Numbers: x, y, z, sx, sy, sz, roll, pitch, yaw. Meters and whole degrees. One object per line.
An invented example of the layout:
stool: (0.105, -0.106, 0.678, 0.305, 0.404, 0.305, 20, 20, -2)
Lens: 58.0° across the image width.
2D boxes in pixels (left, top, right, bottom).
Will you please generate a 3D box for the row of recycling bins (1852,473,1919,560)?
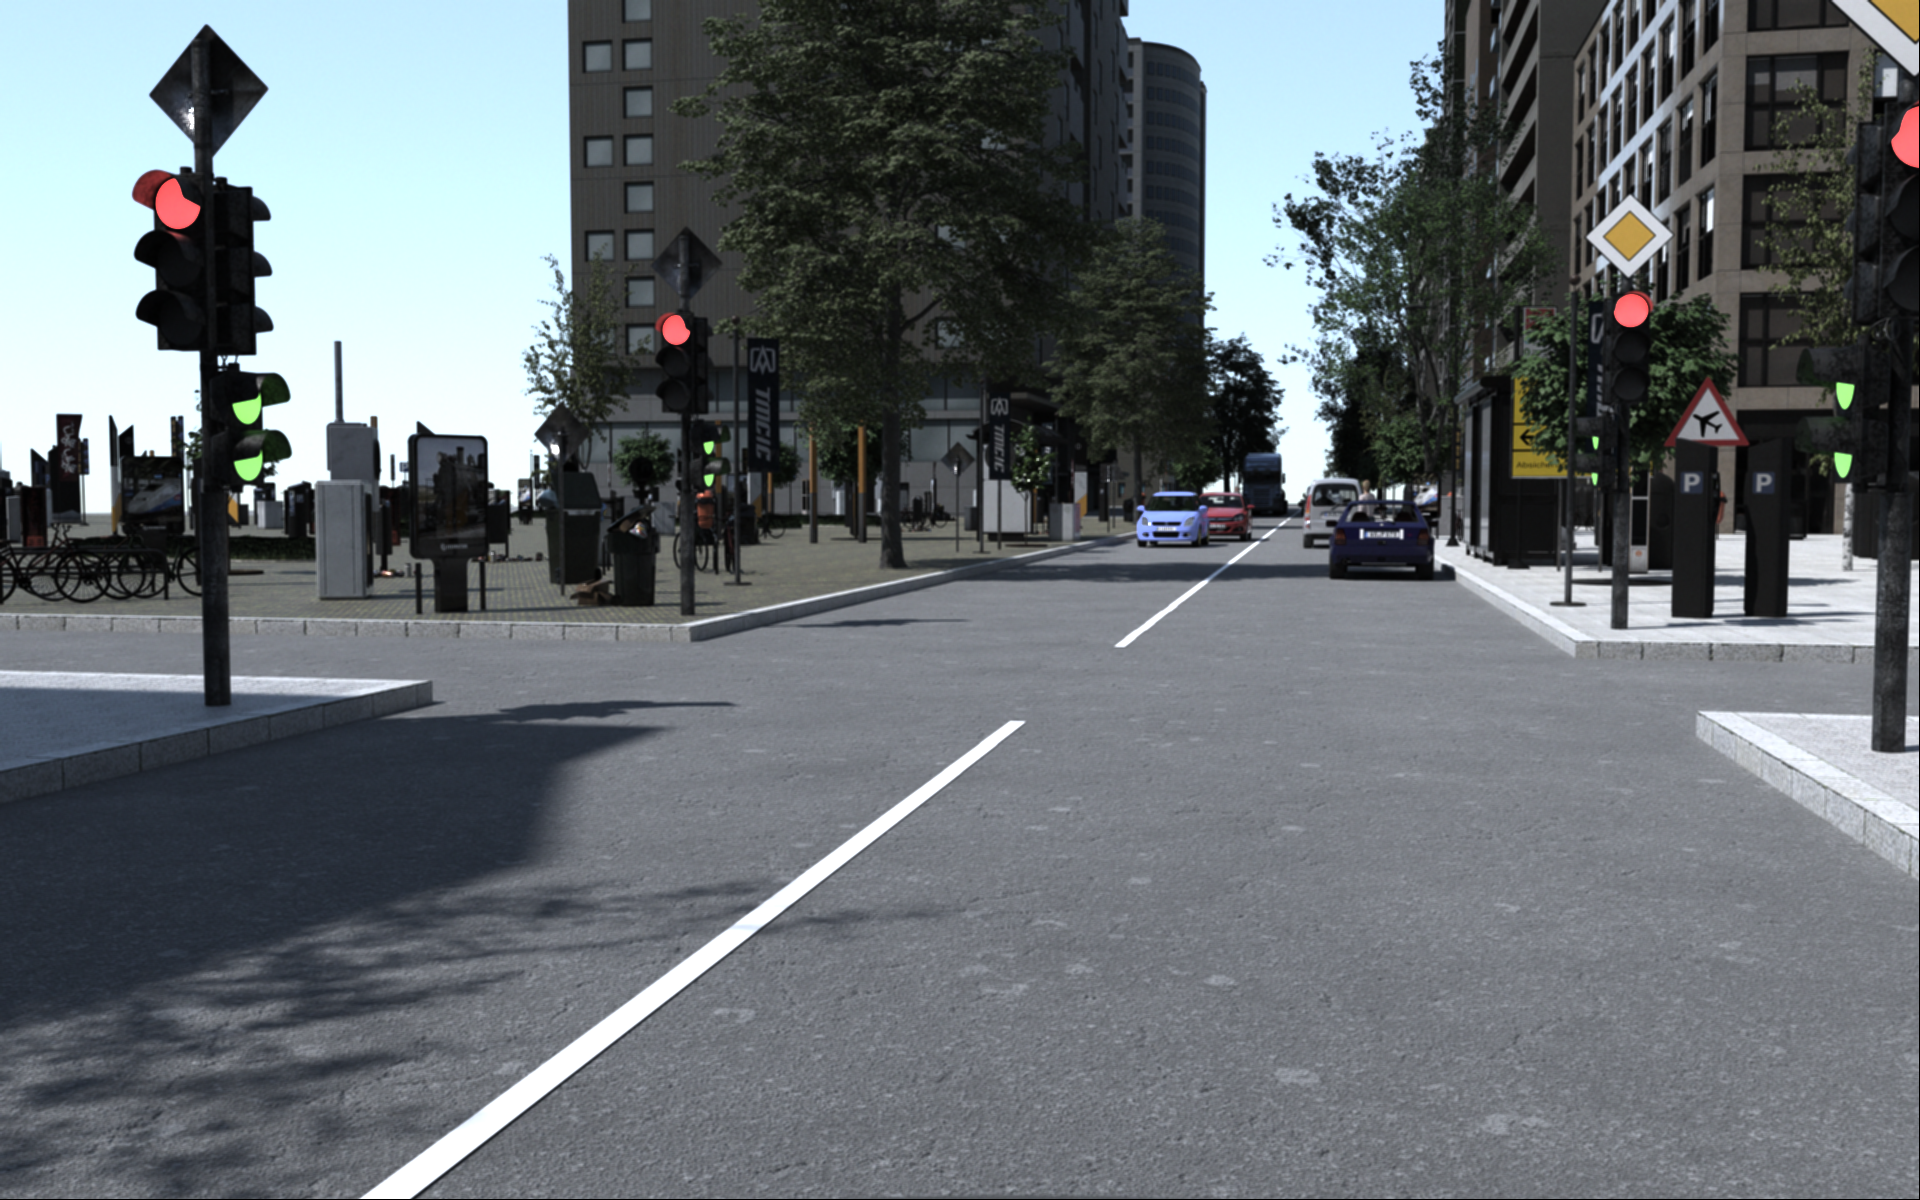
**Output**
row of recycling bins: (18.730, -1.715, 35.151, 1.069, 1.692, 3.534, 1, 4, 19)

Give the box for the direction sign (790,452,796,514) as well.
direction sign: (-9.201, -6.239, 94.006, 0.876, 3.537, 0.379, 3, 5, 44)

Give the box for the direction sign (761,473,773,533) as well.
direction sign: (-6.400, -3.991, 57.255, 0.876, 3.537, 0.379, 0, 4, 0)

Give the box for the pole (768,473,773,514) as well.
pole: (-8.752, -5.266, 79.937, 0.158, 3.312, 0.155, 0, 3, 0)

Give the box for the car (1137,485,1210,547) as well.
car: (5.901, -2.334, 47.746, 1.945, 1.707, 3.694, 1, 4, 13)

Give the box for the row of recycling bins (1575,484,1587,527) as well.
row of recycling bins: (24.966, -3.776, 68.857, 1.069, 1.692, 3.534, 0, 4, -3)

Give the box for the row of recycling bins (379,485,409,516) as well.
row of recycling bins: (-27.711, -4.565, 81.745, 3.534, 1.692, 1.069, 0, 4, -5)

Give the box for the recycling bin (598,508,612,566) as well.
recycling bin: (-6.714, -1.124, 30.937, 0.722, 1.027, 0.722, 2, 4, 29)

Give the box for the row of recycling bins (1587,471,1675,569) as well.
row of recycling bins: (12.122, -1.471, 31.164, 1.069, 1.692, 3.534, 1, 4, 13)

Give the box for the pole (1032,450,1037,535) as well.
pole: (2.340, -3.690, 54.172, 0.158, 3.312, 0.155, 0, 3, 0)

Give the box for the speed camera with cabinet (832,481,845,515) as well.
speed camera with cabinet: (-6.039, -5.728, 87.994, 0.660, 3.252, 2.038, -1, 4, -15)

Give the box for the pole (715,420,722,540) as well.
pole: (-6.674, -3.305, 47.879, 0.158, 3.312, 0.155, 0, 3, 0)

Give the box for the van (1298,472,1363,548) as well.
van: (10.187, -2.448, 47.036, 2.013, 2.044, 4.112, 1, 4, 12)

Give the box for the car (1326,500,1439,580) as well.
car: (7.383, -1.085, 30.325, 1.945, 1.354, 3.894, 1, 4, 14)

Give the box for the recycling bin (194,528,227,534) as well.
recycling bin: (-20.155, -2.081, 46.585, 0.722, 1.027, 0.722, -2, 4, -35)

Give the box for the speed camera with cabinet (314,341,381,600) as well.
speed camera with cabinet: (-7.697, -1.681, 21.821, 0.660, 3.252, 2.038, -1, 4, -13)

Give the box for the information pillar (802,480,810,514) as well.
information pillar: (-7.864, -5.137, 88.474, 0.304, 2.012, 0.304, 2, 4, 34)

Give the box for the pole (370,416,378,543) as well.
pole: (-15.300, -3.148, 45.312, 0.158, 3.312, 0.155, 0, 3, 0)

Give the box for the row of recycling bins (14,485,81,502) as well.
row of recycling bins: (-41.623, -4.401, 79.069, 1.069, 1.692, 3.534, 1, 4, 17)

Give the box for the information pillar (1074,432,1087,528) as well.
information pillar: (4.493, -4.483, 64.649, 0.504, 3.616, 0.183, 0, 4, 1)

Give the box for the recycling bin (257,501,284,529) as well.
recycling bin: (-25.321, -3.122, 63.600, 0.722, 1.027, 0.722, -3, 5, -44)

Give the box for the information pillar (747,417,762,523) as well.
information pillar: (-6.266, -3.755, 52.744, 0.183, 3.616, 0.504, 3, 5, 44)

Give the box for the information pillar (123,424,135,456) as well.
information pillar: (-27.771, -4.064, 57.796, 0.504, 3.616, 0.183, -1, 4, -18)

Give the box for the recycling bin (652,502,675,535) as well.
recycling bin: (-9.393, -2.587, 54.852, 0.722, 1.027, 0.722, -1, 4, -10)

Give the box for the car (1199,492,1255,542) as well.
car: (8.065, -2.723, 53.561, 2.155, 1.783, 4.494, 1, 4, 12)

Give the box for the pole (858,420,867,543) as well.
pole: (-2.558, -3.151, 45.363, 0.158, 3.312, 0.155, 0, 3, 0)

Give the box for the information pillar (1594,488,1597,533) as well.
information pillar: (21.075, -3.207, 56.919, 0.304, 2.012, 0.304, -1, 4, -11)

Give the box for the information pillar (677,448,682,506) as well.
information pillar: (-14.051, -5.887, 87.612, 0.504, 3.616, 0.183, 1, 4, 9)

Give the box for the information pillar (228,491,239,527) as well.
information pillar: (-28.065, -4.619, 66.879, 0.504, 3.616, 0.183, 1, 4, 22)

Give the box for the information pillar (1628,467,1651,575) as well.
information pillar: (10.853, -1.420, 27.717, 0.304, 2.012, 0.304, 1, 4, 12)

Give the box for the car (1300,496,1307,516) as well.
car: (23.889, -6.383, 116.158, 2.131, 1.459, 4.920, 1, 4, 13)

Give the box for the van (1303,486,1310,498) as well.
van: (28.466, -8.160, 137.803, 2.240, 2.365, 5.245, 1, 4, 10)

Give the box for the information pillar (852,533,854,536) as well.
information pillar: (-3.222, -3.778, 53.127, 0.183, 3.616, 0.504, 0, 4, -3)

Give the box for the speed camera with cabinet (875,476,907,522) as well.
speed camera with cabinet: (-3.184, -5.189, 79.171, 0.660, 3.252, 2.038, 2, 4, 31)

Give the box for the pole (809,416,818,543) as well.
pole: (-3.812, -3.131, 45.038, 0.158, 3.312, 0.155, 0, 3, 0)

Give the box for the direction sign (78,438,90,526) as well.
direction sign: (-35.617, -4.792, 70.347, 0.876, 3.537, 0.379, 2, 4, 33)

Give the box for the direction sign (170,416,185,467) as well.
direction sign: (-22.684, -3.564, 50.274, 0.876, 3.537, 0.379, 3, 5, 45)

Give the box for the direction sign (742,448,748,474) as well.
direction sign: (-10.424, -5.725, 85.603, 0.379, 3.537, 0.876, 3, 5, 41)

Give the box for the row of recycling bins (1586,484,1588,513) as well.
row of recycling bins: (16.072, -2.102, 41.473, 1.069, 1.692, 3.534, 0, 4, 6)

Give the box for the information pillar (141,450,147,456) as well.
information pillar: (-43.344, -6.158, 92.038, 0.504, 3.616, 0.183, 2, 4, 29)

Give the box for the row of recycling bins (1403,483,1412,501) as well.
row of recycling bins: (15.845, -3.217, 59.709, 1.069, 1.692, 3.534, 1, 4, 18)

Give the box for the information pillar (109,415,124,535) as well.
information pillar: (-25.160, -3.681, 51.541, 0.183, 3.616, 0.504, -1, 4, -8)

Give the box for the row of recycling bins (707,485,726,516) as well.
row of recycling bins: (-10.774, -4.286, 77.194, 1.069, 1.692, 3.534, 0, 4, -3)

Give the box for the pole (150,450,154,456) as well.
pole: (-37.449, -5.292, 80.363, 0.158, 3.312, 0.155, 0, 3, 0)

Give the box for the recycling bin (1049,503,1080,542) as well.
recycling bin: (2.840, -2.109, 47.031, 0.722, 1.027, 0.722, 1, 4, 18)

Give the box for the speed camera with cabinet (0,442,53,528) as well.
speed camera with cabinet: (-35.620, -4.365, 65.710, 2.038, 3.252, 0.660, -2, 4, -29)

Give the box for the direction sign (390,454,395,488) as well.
direction sign: (-32.193, -6.505, 98.353, 0.379, 3.537, 0.876, -2, 4, -31)

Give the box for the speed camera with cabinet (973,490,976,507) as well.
speed camera with cabinet: (1.543, -4.390, 66.105, 2.038, 3.252, 0.660, 1, 4, 23)
